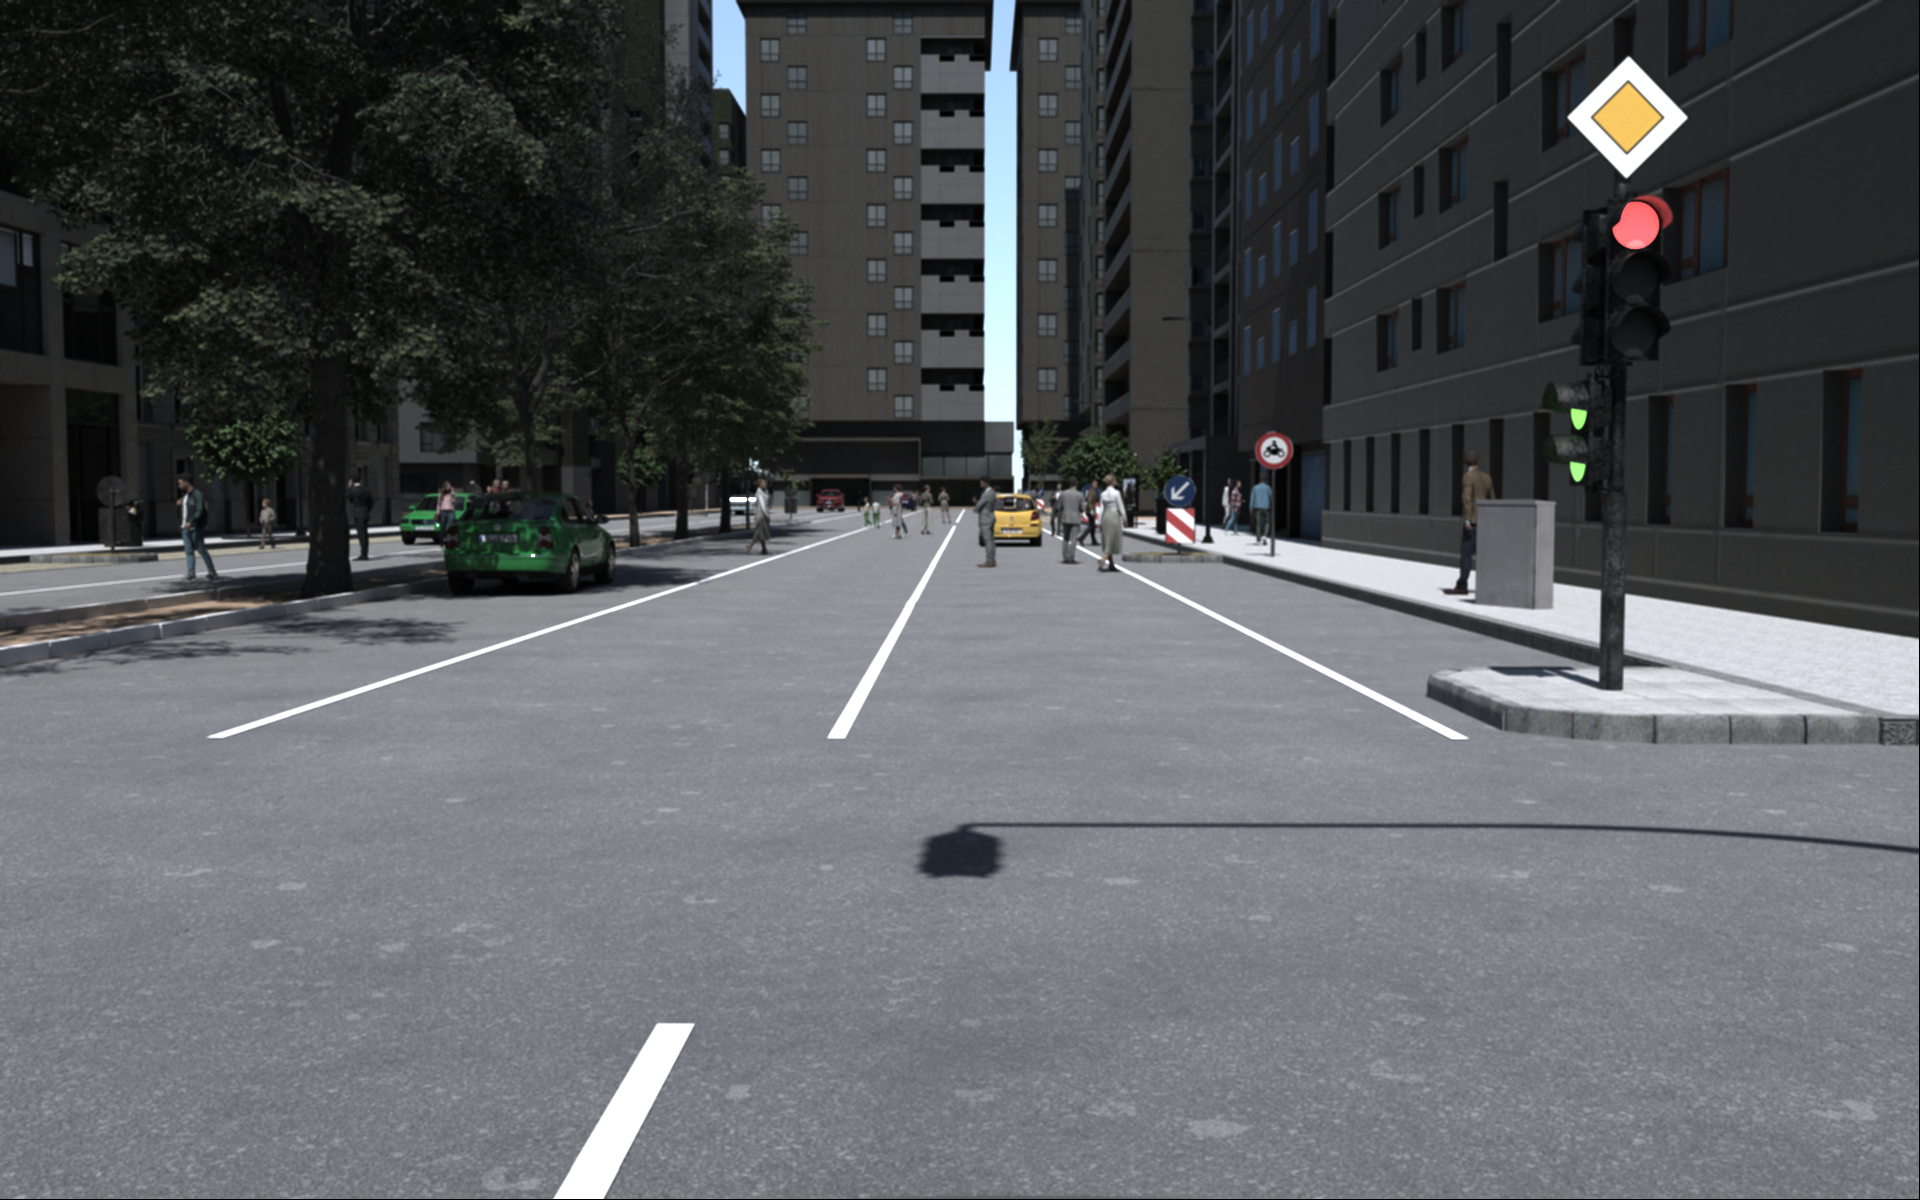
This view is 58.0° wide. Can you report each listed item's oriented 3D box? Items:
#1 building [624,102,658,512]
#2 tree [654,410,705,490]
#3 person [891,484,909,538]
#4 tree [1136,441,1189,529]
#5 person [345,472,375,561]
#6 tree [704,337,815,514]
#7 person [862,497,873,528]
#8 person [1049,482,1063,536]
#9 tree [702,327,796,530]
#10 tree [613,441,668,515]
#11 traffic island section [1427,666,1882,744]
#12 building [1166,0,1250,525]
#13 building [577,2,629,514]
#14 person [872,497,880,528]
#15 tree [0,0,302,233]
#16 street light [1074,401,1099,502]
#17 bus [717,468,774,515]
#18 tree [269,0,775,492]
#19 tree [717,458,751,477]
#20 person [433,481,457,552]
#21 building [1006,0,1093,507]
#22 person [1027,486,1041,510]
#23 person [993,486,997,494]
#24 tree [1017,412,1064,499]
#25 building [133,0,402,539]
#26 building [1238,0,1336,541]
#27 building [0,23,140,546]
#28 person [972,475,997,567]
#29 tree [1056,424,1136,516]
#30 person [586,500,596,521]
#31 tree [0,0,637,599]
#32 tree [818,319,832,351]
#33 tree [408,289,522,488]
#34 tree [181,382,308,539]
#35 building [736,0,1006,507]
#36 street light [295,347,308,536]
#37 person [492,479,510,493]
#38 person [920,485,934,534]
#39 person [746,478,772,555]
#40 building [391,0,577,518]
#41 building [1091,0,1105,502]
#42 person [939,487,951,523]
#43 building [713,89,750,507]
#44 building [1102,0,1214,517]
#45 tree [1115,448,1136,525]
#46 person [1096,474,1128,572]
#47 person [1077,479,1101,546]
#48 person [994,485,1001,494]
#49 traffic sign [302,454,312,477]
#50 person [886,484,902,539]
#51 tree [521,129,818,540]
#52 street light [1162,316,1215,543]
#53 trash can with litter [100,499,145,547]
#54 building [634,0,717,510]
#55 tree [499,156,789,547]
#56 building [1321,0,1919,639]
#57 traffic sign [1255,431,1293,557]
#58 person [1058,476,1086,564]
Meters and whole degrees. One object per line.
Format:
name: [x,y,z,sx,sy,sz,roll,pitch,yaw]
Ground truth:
building: [-30.034,-21.548,124.012,14.160,30.474,14.107,0,4,0]
tree: [-20.238,-10.804,127.005,4.737,8.622,4.395,0,3,0]
person: [-1.968,-2.939,57.143,0.643,1.750,0.593,-1,4,-10]
tree: [7.483,-4.188,63.069,1.663,3.219,1.824,0,3,0]
person: [-12.983,-1.803,37.344,0.474,1.900,0.648,1,4,16]
tree: [-8.143,-7.359,73.142,4.737,8.622,4.395,0,3,0]
person: [-3.910,-3.706,73.340,0.590,1.304,0.306,-3,5,-43]
person: [3.341,-3.089,58.975,0.622,1.834,0.822,0,4,5]
tree: [-8.409,-7.076,68.505,4.360,8.622,3.978,0,3,0]
tree: [-19.923,-7.610,108.137,4.285,4.588,4.351,0,3,0]
traffic island section: [4.295,0.667,11.371,2.009,0.180,2.903,0,4,0]
building: [20.482,-38.924,74.651,20.563,71.187,20.611,0,4,0]
building: [-29.396,-26.056,109.608,14.154,41.232,14.086,0,4,0]
person: [-3.507,-3.652,72.465,0.306,1.304,0.590,-1,4,-14]
tree: [-9.114,-4.696,13.650,8.767,10.594,7.601,0,4,0]
street light: [6.363,-6.963,86.391,1.470,5.913,1.316,0,4,0]
bus: [-14.925,-7.757,121.681,2.948,3.499,13.247,0,4,-1]
tree: [-9.095,-7.556,36.368,12.009,13.543,11.850,0,3,0]
tree: [-19.933,-10.435,154.326,4.285,4.588,4.351,0,3,0]
person: [-12.766,-2.072,42.974,0.593,1.750,0.643,-1,4,-8]
building: [19.319,-36.471,185.547,27.495,52.752,28.713,0,4,0]
person: [3.203,-4.115,75.965,0.592,1.802,0.473,2,4,34]
person: [1.510,-4.201,77.360,0.511,1.800,0.466,0,4,-1]
tree: [7.155,-12.493,154.626,4.737,8.622,4.395,0,3,0]
building: [-28.899,-16.014,59.094,12.463,27.353,25.104,0,4,0]
building: [16.238,-24.465,50.114,14.600,45.320,14.200,0,4,0]
building: [-32.086,-13.765,29.572,19.350,26.468,34.151,0,4,0]
person: [0.478,-1.553,34.065,0.466,1.800,0.511,0,4,7]
tree: [6.814,-5.969,81.314,4.285,4.588,4.351,0,3,0]
person: [-11.244,-2.421,52.756,0.373,1.253,0.362,1,4,23]
tree: [-8.702,-6.995,23.481,9.857,13.997,8.962,0,3,0]
tree: [-8.482,-8.642,61.882,7.486,12.596,7.792,0,3,0]
tree: [-21.536,-9.885,79.744,7.486,12.596,7.792,0,3,0]
tree: [-20.434,-4.029,49.589,4.285,4.588,4.351,0,3,0]
building: [-8.175,-36.479,185.664,27.495,52.752,28.713,0,4,0]
street light: [-19.817,-4.940,53.315,1.470,5.913,1.316,0,4,0]
person: [-12.528,-2.370,47.224,0.573,1.828,0.580,2,4,30]
person: [-1.147,-3.229,61.835,0.519,1.759,0.362,2,4,33]
person: [-4.745,-1.961,40.781,0.641,1.798,0.478,0,4,1]
building: [-28.881,-19.769,94.925,14.160,30.474,14.107,0,4,0]
building: [16.440,-27.012,125.240,14.154,41.232,14.086,0,4,0]
person: [-0.740,-4.646,84.800,0.599,1.781,0.374,0,4,2]
building: [-29.480,-30.264,178.408,14.086,41.232,14.154,0,4,0]
building: [20.362,-29.570,107.178,21.300,48.544,21.600,0,4,0]
tree: [7.251,-4.814,73.316,1.663,3.219,1.824,0,3,0]
person: [2.739,-1.408,31.746,0.641,1.798,0.478,-3,4,-37]
person: [3.611,-2.413,47.870,0.836,1.842,0.656,-2,4,-29]
person: [1.357,-3.011,58.575,0.643,1.720,0.563,2,4,29]
traffic sign: [-20.345,-3.328,54.523,0.768,2.556,0.104,0,4,7]
person: [-2.117,-2.846,55.601,0.524,1.755,0.480,0,4,-8]
tree: [-8.755,-8.155,53.911,7.486,12.596,7.792,0,3,0]
street light: [5.954,-4.445,45.211,1.470,5.913,1.316,0,4,0]
trash can with litter: [-20.326,-1.872,41.991,1.055,1.170,0.624,0,4,6]
building: [-35.937,-37.168,149.703,28.212,58.520,21.231,0,4,0]
tree: [-8.668,-6.696,46.342,8.767,10.594,7.601,0,4,0]
building: [23.046,-11.138,27.141,28.899,21.520,27.650,0,4,0]
traffic sign: [6.393,-2.154,35.330,0.768,2.556,0.104,0,4,4]
person: [2.329,-1.647,35.627,0.606,1.804,0.583,1,4,17]
